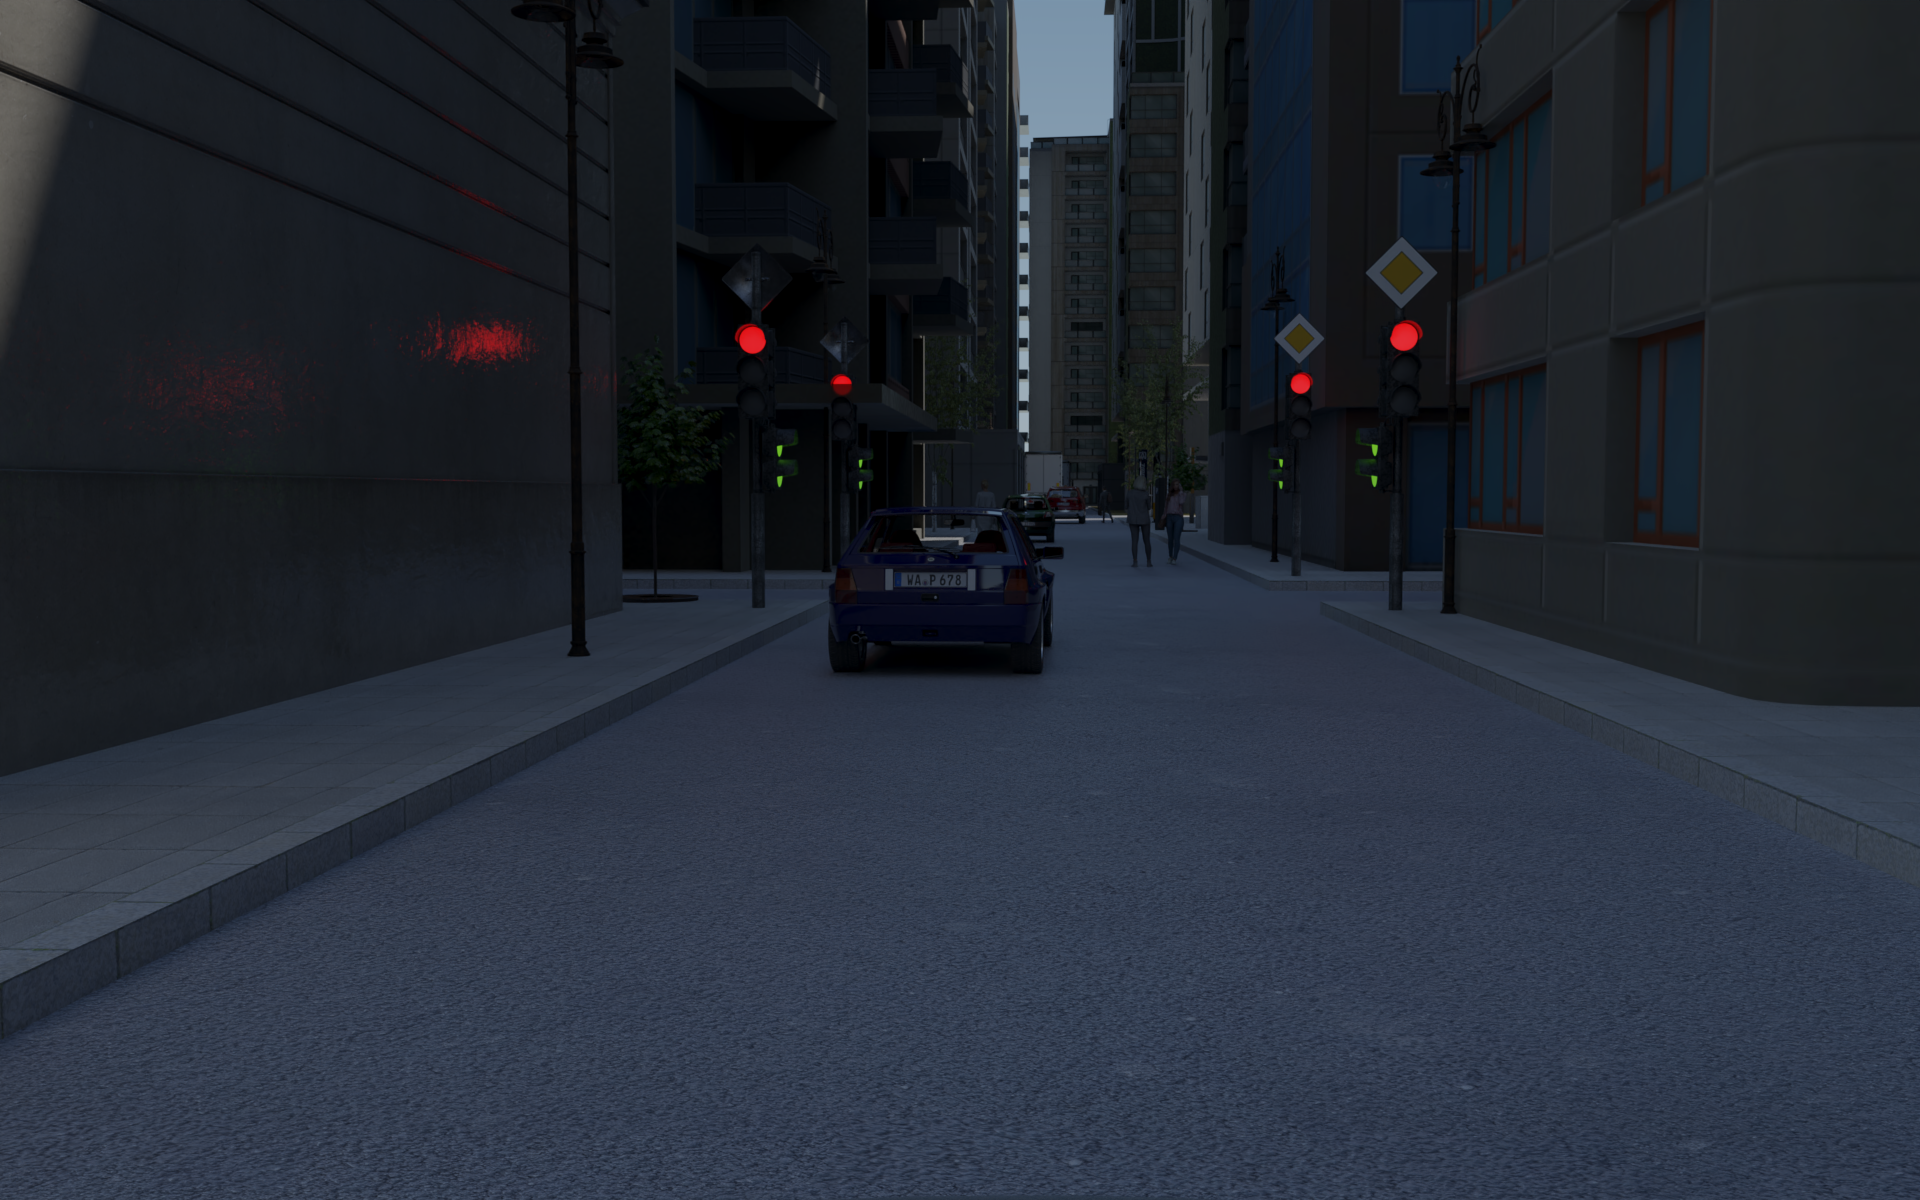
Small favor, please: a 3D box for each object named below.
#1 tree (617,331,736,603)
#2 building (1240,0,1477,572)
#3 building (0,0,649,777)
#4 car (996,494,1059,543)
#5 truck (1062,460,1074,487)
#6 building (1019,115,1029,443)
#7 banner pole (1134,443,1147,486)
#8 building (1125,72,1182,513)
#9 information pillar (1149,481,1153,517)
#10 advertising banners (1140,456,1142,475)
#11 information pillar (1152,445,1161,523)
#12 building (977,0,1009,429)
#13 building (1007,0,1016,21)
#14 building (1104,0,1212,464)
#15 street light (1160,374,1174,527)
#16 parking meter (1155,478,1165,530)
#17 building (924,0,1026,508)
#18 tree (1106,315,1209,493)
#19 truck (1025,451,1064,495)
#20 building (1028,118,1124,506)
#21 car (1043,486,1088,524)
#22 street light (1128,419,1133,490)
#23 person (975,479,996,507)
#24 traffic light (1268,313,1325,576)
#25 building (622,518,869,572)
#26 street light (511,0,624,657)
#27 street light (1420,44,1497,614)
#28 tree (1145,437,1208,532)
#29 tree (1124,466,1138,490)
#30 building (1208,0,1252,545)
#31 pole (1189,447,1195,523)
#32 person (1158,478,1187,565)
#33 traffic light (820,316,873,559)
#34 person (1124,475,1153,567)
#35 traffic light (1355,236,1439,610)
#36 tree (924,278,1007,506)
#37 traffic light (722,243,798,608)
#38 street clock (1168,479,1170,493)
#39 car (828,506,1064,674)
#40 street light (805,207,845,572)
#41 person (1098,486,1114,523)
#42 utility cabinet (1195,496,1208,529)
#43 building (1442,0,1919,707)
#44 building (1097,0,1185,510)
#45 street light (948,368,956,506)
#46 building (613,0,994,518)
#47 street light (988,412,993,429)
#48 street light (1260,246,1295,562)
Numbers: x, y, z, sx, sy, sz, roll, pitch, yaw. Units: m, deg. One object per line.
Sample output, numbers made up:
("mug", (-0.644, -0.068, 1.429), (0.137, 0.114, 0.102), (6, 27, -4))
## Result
("tree", (-3.650, -1.594, 20.663), (1.663, 3.219, 1.824), (0, 3, 0))
("building", (13.409, -23.444, 33.421), (14.200, 45.320, 14.600), (0, 4, 3))
("building", (-18.333, -10.927, 11.937), (30.059, 22.955, 16.112), (0, 4, 3))
("car", (2.011, -2.618, 52.585), (2.009, 1.686, 4.222), (0, 4, 2))
("truck", (8.319, -9.847, 149.912), (2.839, 4.237, 11.283), (0, 4, 5))
("building", (-7.399, -35.337, 197.367), (30.456, 49.044, 23.786), (0, 4, 3))
("banner pole", (8.812, -5.809, 84.990), (0.863, 3.779, 0.401), (2, 4, 28))
("building", (18.646, -21.423, 121.959), (14.160, 30.474, 14.107), (0, 4, 3))
("information pillar", (10.628, -5.566, 95.495), (0.304, 2.012, 0.304), (-1, 4, -19))
("advertising banners", (8.252, -5.026, 78.365), (0.090, 3.025, 2.074), (0, 4, 1))
("information pillar", (8.800, -5.267, 77.466), (0.183, 3.616, 0.504), (3, 5, 42))
("building", (-3.346, -27.839, 138.766), (14.154, 41.232, 14.086), (0, 4, 3))
("building", (-2.090, -30.740, 152.710), (14.600, 45.320, 14.200), (0, 4, 3))
("building", (28.117, -35.040, 162.148), (28.713, 52.752, 27.495), (0, 4, 3))
("street light", (7.970, -5.756, 66.897), (0.468, 5.910, 1.993), (0, 4, 3))
("parking meter", (7.084, -3.403, 61.354), (0.255, 1.863, 0.399), (-1, 4, -17))
("building", (-7.443, -38.888, 74.071), (20.563, 71.187, 20.611), (0, 4, 3))
("tree", (8.225, -7.365, 70.782), (4.737, 8.622, 4.395), (0, 3, 0))
("truck", (5.740, -7.955, 118.980), (2.839, 4.237, 11.283), (0, 4, 3))
("building", (14.582, -31.086, 191.846), (14.086, 41.232, 14.154), (0, 4, 3))
("car", (5.136, -4.664, 84.937), (2.281, 1.827, 5.304), (0, 4, 5))
("street light", (9.912, -7.862, 101.326), (0.468, 5.910, 1.993), (0, 4, 3))
("person", (0.565, -1.996, 41.494), (0.694, 1.780, 0.624), (0, 4, 7))
("traffic light", (5.245, -2.330, 27.010), (0.839, 4.253, 0.868), (0, 4, 3))
("building", (-11.090, -23.619, 40.802), (22.147, 44.769, 28.867), (0, 4, 3))
("street light", (-3.023, -2.493, 13.555), (0.468, 5.910, 1.993), (0, 4, 3))
("street light", (5.252, -2.792, 18.431), (0.468, 5.910, 1.993), (0, 4, 3))
("tree", (7.563, -3.933, 58.900), (1.663, 3.219, 1.824), (0, 3, 0))
("tree", (11.831, -7.372, 115.128), (1.663, 3.219, 1.824), (0, 3, 0))
("building", (14.063, -16.977, 49.270), (14.160, 30.474, 14.107), (0, 4, 3))
("pole", (10.125, -5.001, 75.605), (0.158, 3.312, 0.155), (0, 3, 0))
("person", (4.364, -1.607, 35.360), (0.593, 1.750, 0.643), (2, 4, 27))
("traffic light", (-1.806, -2.353, 27.389), (0.839, 4.253, 0.868), (0, 4, 3))
("person", (3.511, -1.554, 34.094), (0.537, 1.800, 0.526), (1, 4, 21))
("traffic light", (4.796, -1.842, 19.037), (0.839, 4.253, 0.868), (0, 4, 3))
("tree", (-0.628, -6.599, 58.252), (4.737, 8.622, 4.395), (0, 3, 0))
("traffic light", (-2.255, -1.865, 19.417), (0.839, 4.253, 0.868), (0, 4, 3))
("street clock", (9.777, -4.688, 81.224), (0.471, 2.002, 0.358), (3, 5, 42))
("car", (-0.074, -0.161, 15.211), (1.945, 1.354, 3.894), (0, 4, 5))
("street light", (-2.188, -3.393, 28.269), (0.468, 5.910, 1.993), (0, 4, 3))
("person", (7.213, -4.722, 85.665), (0.622, 1.834, 0.822), (-2, 4, -26))
("utility cabinet", (9.215, -3.259, 64.442), (1.020, 1.237, 0.306), (-2, 4, -35))
("building", (18.396, -9.697, 3.585), (27.650, 21.520, 28.899), (0, 4, 3))
("building", (21.597, -42.792, 137.905), (20.563, 71.187, 20.611), (0, 4, 3))
("street light", (-0.277, -5.492, 62.575), (0.468, 5.910, 1.993), (0, 4, 3))
("building", (-9.026, -28.278, 116.964), (22.147, 44.769, 28.867), (0, 4, 3))
("street light", (1.721, -7.611, 97.227), (0.468, 5.910, 1.993), (0, 4, 3))
("street light", (5.931, -3.651, 32.488), (0.468, 5.910, 1.993), (0, 4, 3))
